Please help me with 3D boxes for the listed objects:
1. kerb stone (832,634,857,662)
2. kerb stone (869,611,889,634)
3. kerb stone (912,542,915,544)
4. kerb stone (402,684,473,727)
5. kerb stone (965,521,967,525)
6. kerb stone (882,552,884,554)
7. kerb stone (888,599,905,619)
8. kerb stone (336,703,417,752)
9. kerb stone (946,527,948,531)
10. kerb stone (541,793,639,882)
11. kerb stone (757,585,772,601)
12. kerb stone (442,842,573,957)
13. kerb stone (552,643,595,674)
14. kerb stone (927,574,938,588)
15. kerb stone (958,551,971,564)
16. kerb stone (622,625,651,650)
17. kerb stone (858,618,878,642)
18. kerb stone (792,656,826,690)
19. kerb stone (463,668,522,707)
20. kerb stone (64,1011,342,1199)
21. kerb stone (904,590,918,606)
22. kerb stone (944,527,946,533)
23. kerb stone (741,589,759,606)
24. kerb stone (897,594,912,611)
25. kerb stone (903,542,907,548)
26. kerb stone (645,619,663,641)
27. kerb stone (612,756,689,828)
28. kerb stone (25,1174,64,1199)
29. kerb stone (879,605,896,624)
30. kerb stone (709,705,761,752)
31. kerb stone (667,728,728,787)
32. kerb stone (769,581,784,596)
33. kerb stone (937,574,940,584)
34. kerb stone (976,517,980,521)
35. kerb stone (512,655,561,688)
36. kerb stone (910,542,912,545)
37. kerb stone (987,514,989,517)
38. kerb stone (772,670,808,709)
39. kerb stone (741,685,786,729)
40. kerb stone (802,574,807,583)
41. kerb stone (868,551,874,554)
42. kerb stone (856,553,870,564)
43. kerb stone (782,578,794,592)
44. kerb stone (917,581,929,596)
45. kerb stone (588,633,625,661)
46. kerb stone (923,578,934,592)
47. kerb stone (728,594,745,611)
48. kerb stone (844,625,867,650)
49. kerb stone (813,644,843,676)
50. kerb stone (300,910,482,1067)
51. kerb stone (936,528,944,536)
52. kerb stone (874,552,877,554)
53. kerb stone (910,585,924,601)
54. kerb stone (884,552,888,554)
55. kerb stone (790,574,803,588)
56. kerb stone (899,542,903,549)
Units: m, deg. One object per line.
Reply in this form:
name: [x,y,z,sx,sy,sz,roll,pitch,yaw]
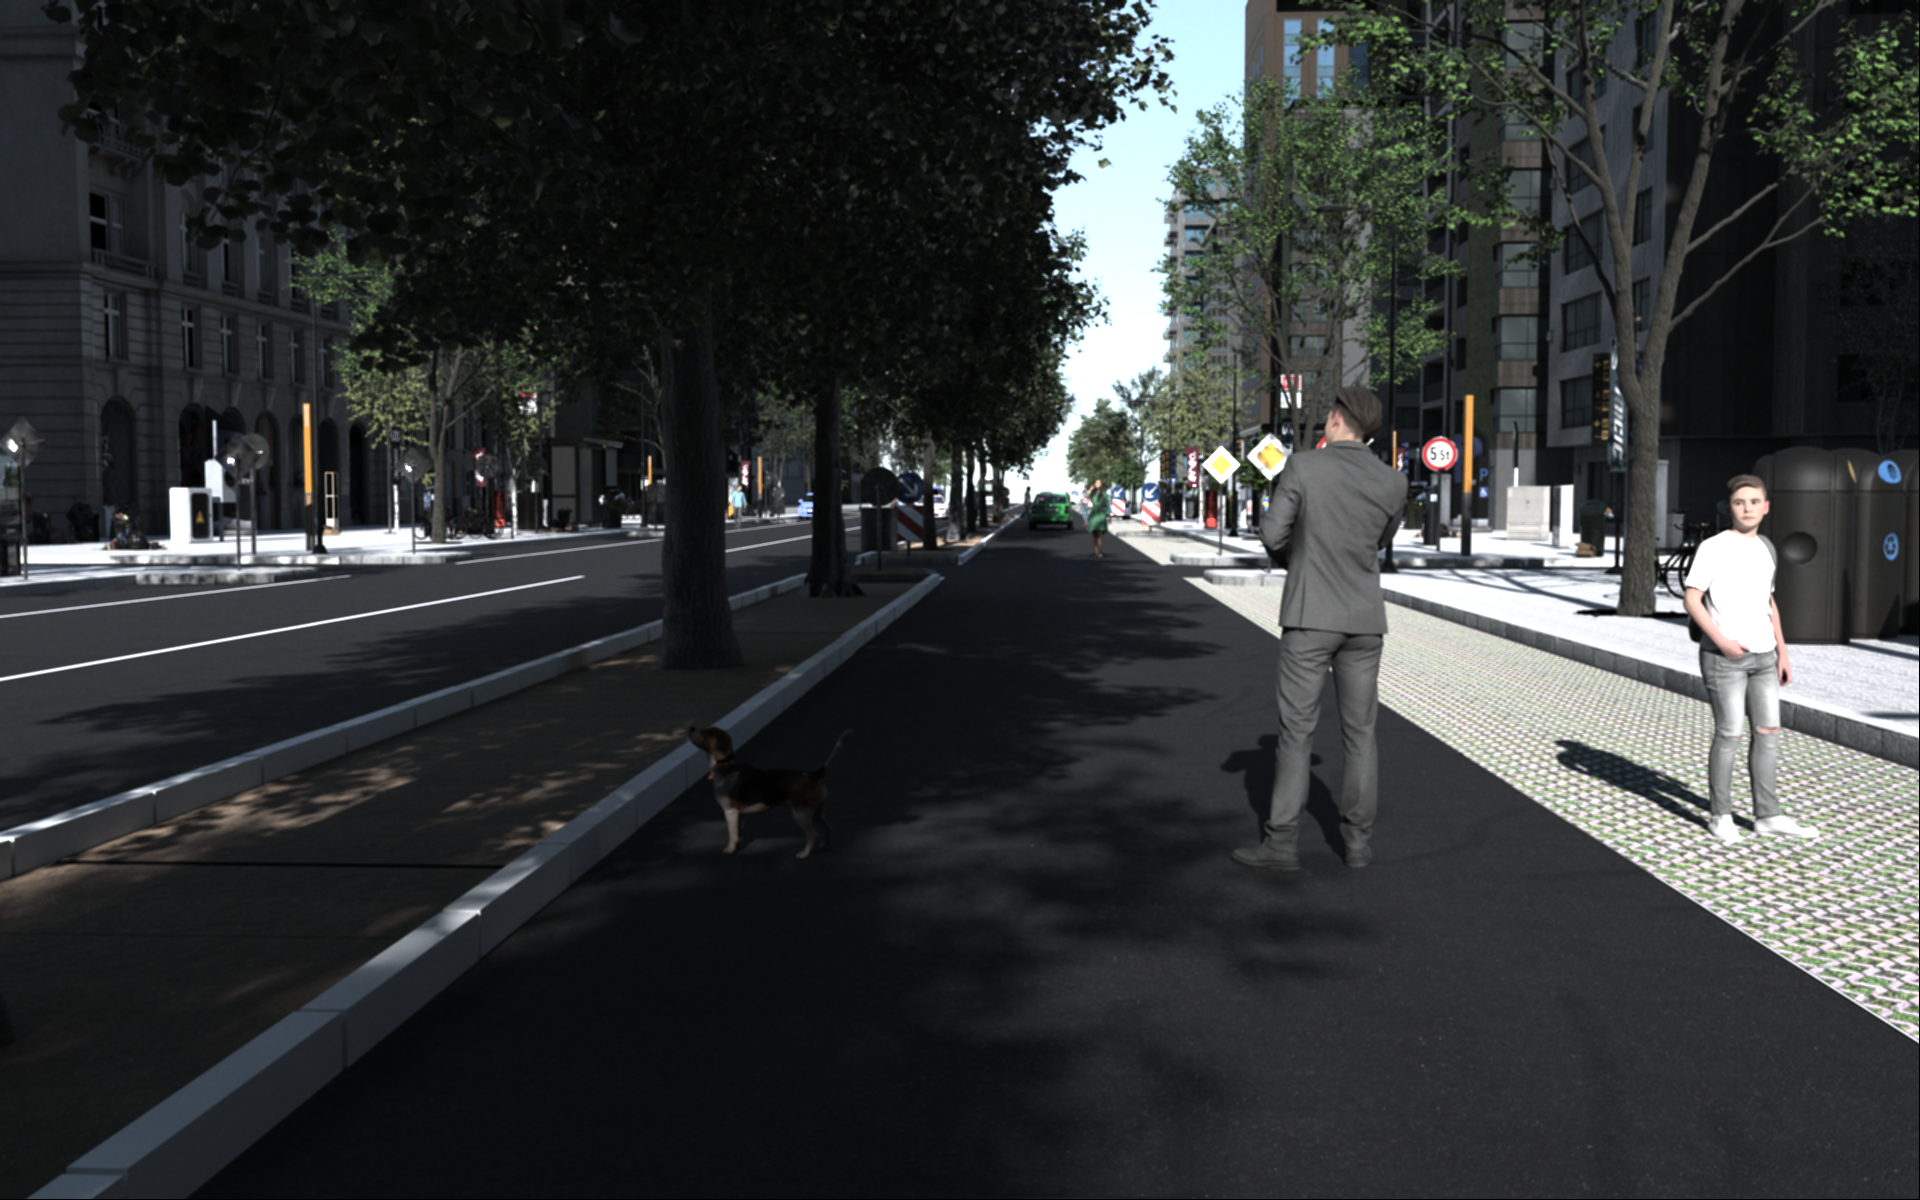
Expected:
kerb stone: [-1.034,0.438,15.070,0.120,0.150,1.000,0,4,3]
kerb stone: [-0.877,0.248,18.133,0.120,0.150,1.000,0,4,3]
kerb stone: [-1.423,-1.593,48.438,0.120,0.150,1.000,0,4,3]
kerb stone: [-3.350,0.681,11.061,0.120,0.150,1.000,0,4,3]
kerb stone: [0.427,-3.798,84.289,0.120,0.150,1.000,0,4,3]
kerb stone: [-1.891,-1.040,39.246,0.120,0.150,1.000,0,4,3]
kerb stone: [-0.773,0.123,20.181,0.120,0.150,1.000,0,4,3]
kerb stone: [-3.404,0.747,10.039,0.120,0.150,1.000,0,4,3]
kerb stone: [-0.631,-2.542,63.800,0.120,0.150,1.000,0,4,3]
kerb stone: [-1.462,0.938,6.867,0.120,0.150,1.000,0,4,3]
kerb stone: [-2.708,-0.070,23.356,0.120,0.150,1.000,0,4,3]
kerb stone: [-1.513,1.000,5.846,0.120,0.150,1.000,0,4,3]
kerb stone: [-3.189,0.493,14.134,0.120,0.150,1.000,0,4,3]
kerb stone: [-0.462,-0.252,26.321,0.120,0.150,1.000,0,4,3]
kerb stone: [0.098,-0.910,37.115,0.120,0.150,1.000,0,4,3]
kerb stone: [-3.089,0.375,16.181,0.120,0.150,1.000,0,4,3]
kerb stone: [-0.940,0.311,17.113,0.120,0.150,1.000,0,4,3]
kerb stone: [-1.148,0.561,13.020,0.120,0.150,1.000,0,4,3]
kerb stone: [-3.287,0.620,12.081,0.120,0.150,1.000,0,4,3]
kerb stone: [-1.620,1.127,3.804,0.120,0.150,1.000,0,4,3]
kerb stone: [-0.667,0.001,22.223,0.120,0.150,1.000,0,4,3]
kerb stone: [-0.687,-2.477,62.780,0.120,0.150,1.000,0,4,3]
kerb stone: [-2.771,-0.006,22.336,0.120,0.150,1.000,0,4,3]
kerb stone: [-0.722,0.061,21.202,0.120,0.150,1.000,0,4,3]
kerb stone: [-1.521,-1.480,46.396,0.120,0.150,1.000,0,4,3]
kerb stone: [-3.029,0.305,17.202,0.120,0.150,1.000,0,4,3]
kerb stone: [-1.413,0.875,7.892,0.120,0.150,1.000,0,4,3]
kerb stone: [-1.662,1.190,2.774,0.120,0.150,1.000,0,4,3]
kerb stone: [-0.835,0.187,19.155,0.120,0.150,1.000,0,4,3]
kerb stone: [-1.299,0.750,9.934,0.120,0.150,1.000,0,4,3]
kerb stone: [-1.358,0.815,8.913,0.120,0.150,1.000,0,4,3]
kerb stone: [-2.654,-0.134,24.383,0.120,0.150,1.000,0,4,3]
kerb stone: [-0.406,-0.315,27.342,0.120,0.150,1.000,0,4,3]
kerb stone: [1.113,-4.607,97.595,0.120,0.150,1.000,0,4,3]
kerb stone: [-3.240,0.556,13.104,0.120,0.150,1.000,0,4,3]
kerb stone: [-1.470,-1.541,47.417,0.120,0.150,1.000,0,4,3]
kerb stone: [1.740,-5.358,109.878,0.120,0.150,1.000,0,4,3]
kerb stone: [-1.196,0.628,11.989,0.120,0.150,1.000,0,4,3]
kerb stone: [-1.251,0.687,10.961,0.120,0.150,1.000,0,4,3]
kerb stone: [-2.498,-0.319,27.449,0.120,0.150,1.000,0,4,3]
kerb stone: [-2.002,-0.918,37.205,0.120,0.150,1.000,0,4,3]
kerb stone: [-2.055,-0.855,36.182,0.120,0.150,1.000,0,4,3]
kerb stone: [-2.605,-0.192,25.406,0.120,0.150,1.000,0,4,3]
kerb stone: [-0.570,-0.127,24.274,0.120,0.150,1.000,0,4,3]
kerb stone: [-3.141,0.431,15.155,0.120,0.150,1.000,0,4,3]
kerb stone: [-0.513,-0.182,25.301,0.120,0.150,1.000,0,4,3]
kerb stone: [-2.831,0.057,21.309,0.120,0.150,1.000,0,4,3]
kerb stone: [-0.997,0.373,16.092,0.120,0.150,1.000,0,4,3]
kerb stone: [-1.090,0.498,14.049,0.120,0.150,1.000,0,4,3]
kerb stone: [-1.564,1.065,4.825,0.120,0.150,1.000,0,4,3]
kerb stone: [-0.737,-2.420,61.758,0.120,0.150,1.000,0,4,3]
kerb stone: [-1.951,-0.980,38.225,0.120,0.150,1.000,0,4,3]
kerb stone: [-0.613,-0.065,23.252,0.120,0.150,1.000,0,4,3]
kerb stone: [-1.839,-1.103,40.267,0.120,0.150,1.000,0,4,3]
kerb stone: [-2.560,-0.259,26.429,0.120,0.150,1.000,0,4,3]
kerb stone: [-1.633,-1.355,44.353,0.120,0.150,1.000,0,4,3]
